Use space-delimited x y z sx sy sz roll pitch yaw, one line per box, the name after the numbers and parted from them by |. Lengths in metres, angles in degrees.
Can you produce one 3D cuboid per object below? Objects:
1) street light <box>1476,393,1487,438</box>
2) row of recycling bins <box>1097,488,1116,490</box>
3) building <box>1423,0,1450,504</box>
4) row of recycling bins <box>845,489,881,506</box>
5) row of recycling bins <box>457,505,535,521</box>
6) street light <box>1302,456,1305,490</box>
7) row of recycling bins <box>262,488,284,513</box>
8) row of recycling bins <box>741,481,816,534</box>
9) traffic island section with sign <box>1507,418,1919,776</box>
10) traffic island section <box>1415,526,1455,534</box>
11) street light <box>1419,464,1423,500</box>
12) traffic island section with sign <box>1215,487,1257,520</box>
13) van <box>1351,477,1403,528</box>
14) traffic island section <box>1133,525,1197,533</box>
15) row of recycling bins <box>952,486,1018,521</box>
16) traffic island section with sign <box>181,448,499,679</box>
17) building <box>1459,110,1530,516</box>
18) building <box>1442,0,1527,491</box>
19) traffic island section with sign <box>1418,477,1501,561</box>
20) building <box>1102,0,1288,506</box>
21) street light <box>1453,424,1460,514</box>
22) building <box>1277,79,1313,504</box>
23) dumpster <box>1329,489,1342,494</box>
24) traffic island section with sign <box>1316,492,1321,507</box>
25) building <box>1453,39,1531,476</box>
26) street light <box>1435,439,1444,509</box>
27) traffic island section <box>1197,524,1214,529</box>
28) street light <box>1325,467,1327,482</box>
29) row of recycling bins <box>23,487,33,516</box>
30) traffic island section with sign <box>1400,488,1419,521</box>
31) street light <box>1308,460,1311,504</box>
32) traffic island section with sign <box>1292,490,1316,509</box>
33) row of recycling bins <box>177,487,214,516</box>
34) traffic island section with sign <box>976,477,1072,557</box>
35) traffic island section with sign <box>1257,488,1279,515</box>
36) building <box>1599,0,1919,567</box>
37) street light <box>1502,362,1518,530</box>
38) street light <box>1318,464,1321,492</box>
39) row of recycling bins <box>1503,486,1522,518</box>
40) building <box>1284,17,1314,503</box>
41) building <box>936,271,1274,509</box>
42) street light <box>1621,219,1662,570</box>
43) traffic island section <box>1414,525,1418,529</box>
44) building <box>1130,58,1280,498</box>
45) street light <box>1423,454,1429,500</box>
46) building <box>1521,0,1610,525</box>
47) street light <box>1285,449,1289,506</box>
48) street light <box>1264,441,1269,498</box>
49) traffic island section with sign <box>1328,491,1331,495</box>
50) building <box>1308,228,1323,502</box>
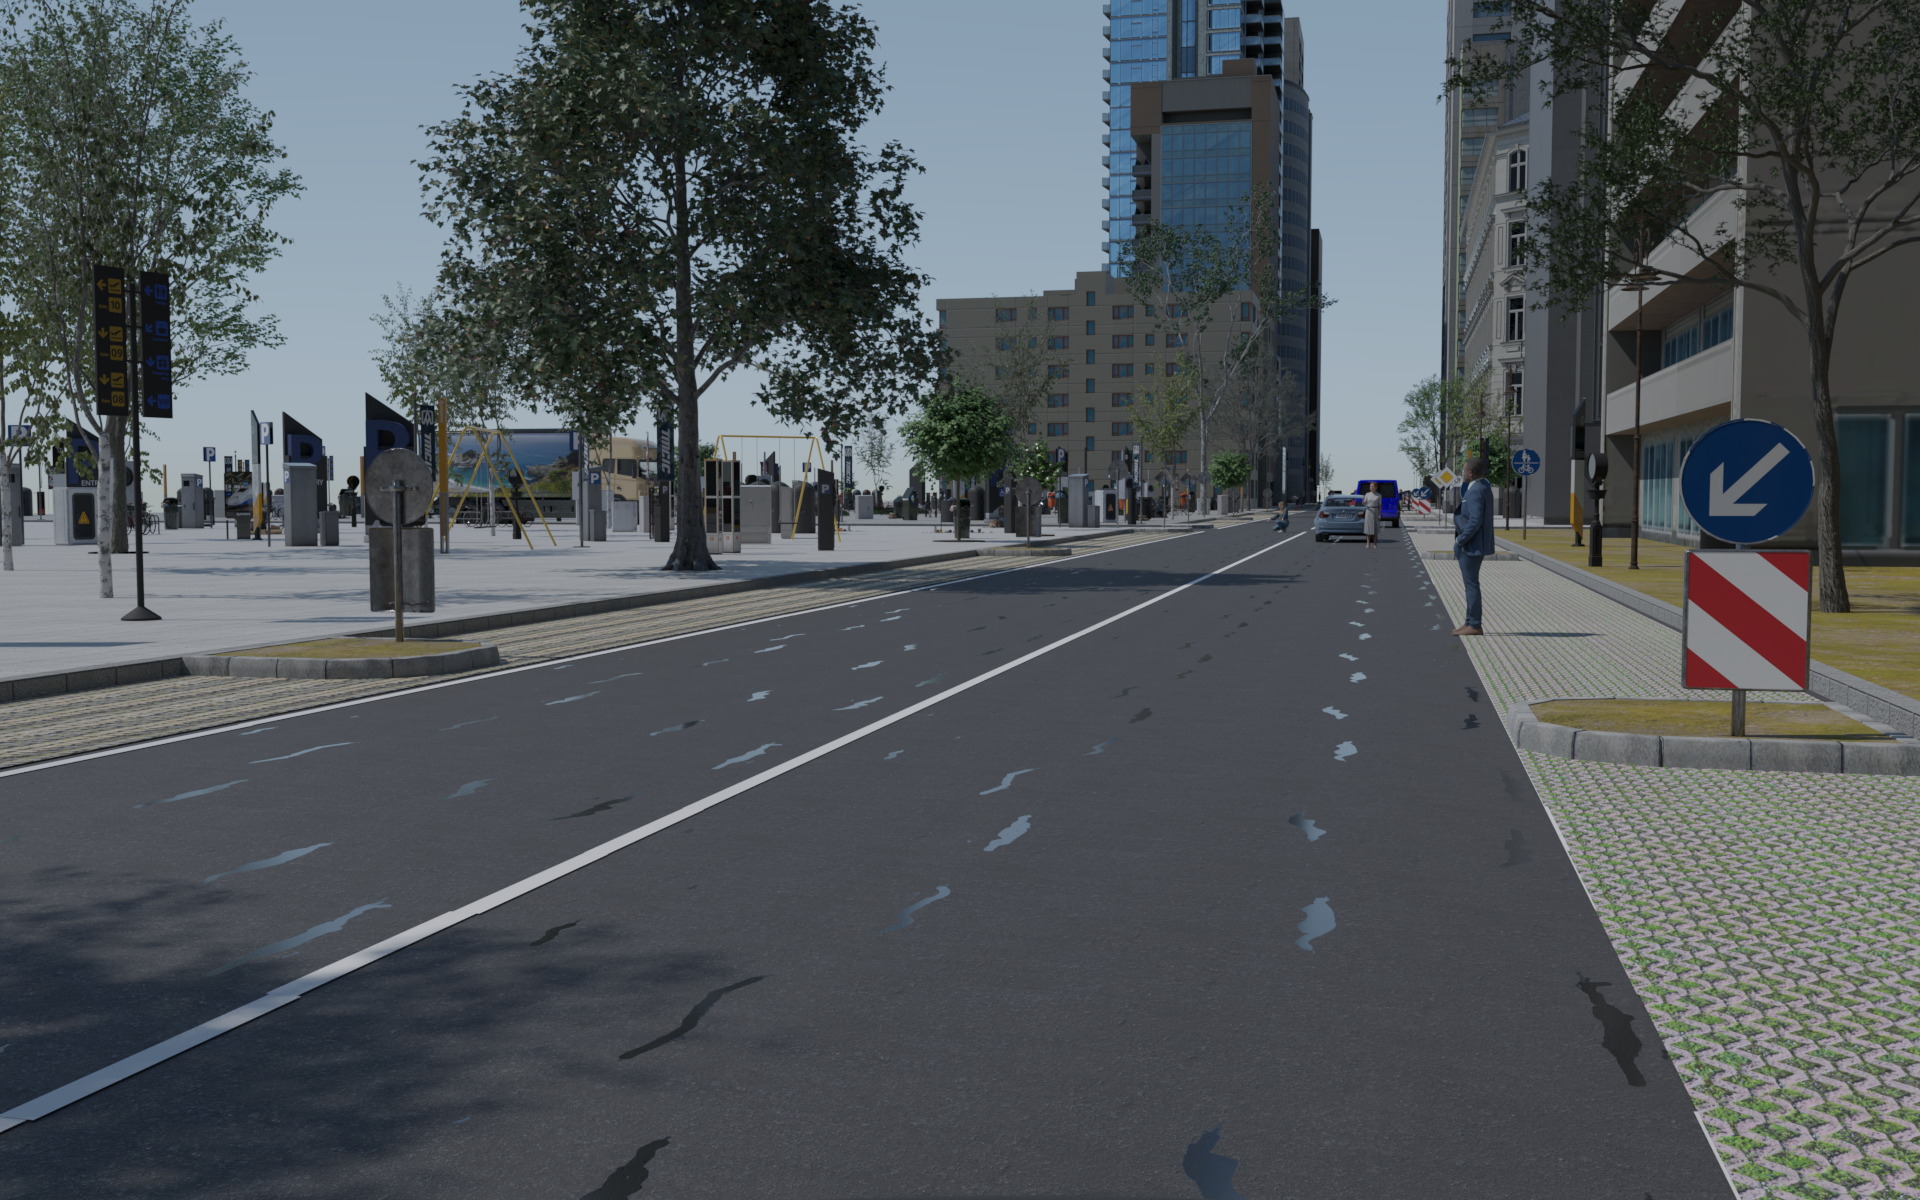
23.761 -6.501 79.077 0.468 5.910 1.993 1 4 14 | street light
10.673 -7.209 124.987 1.069 1.692 3.534 2 4 24 | row of recycling bins
74.425 -48.795 236.051 20.563 71.187 20.611 1 4 14 | building
-8.726 -8.963 153.661 3.534 1.692 1.069 -1 4 -22 | row of recycling bins
-21.746 -4.529 81.155 3.534 1.692 1.069 -1 4 -11 | row of recycling bins
41.987 -14.620 211.826 0.468 5.910 1.993 1 4 14 | street light
-47.770 -6.931 120.438 3.534 1.692 1.069 -1 4 -9 | row of recycling bins
-6.250 -3.056 57.080 3.534 1.692 1.069 2 4 32 | row of recycling bins
4.198 -0.075 9.856 1.989 1.847 2.006 1 4 14 | traffic island section with sign
17.615 -2.474 62.724 2.009 0.180 2.903 1 4 14 | traffic island section
57.820 -14.901 216.421 0.468 5.910 1.993 1 4 14 | street light
15.046 -5.278 94.918 1.989 1.847 2.006 1 4 14 | traffic island section with sign
18.123 -4.337 75.300 2.240 2.365 5.245 1 4 13 | van
7.675 -2.624 65.183 2.009 0.180 2.903 1 4 14 | traffic island section
1.255 -4.702 83.989 3.534 1.692 1.069 2 4 23 | row of recycling bins
-4.940 -0.346 14.283 1.989 1.847 2.006 1 4 14 | traffic island section with sign
43.865 -20.954 119.011 17.030 29.872 44.131 1 4 14 | building
60.977 -38.919 178.329 21.231 58.520 28.212 1 4 14 | building
11.150 -1.793 37.948 1.989 1.847 2.006 1 4 14 | traffic island section with sign
28.218 -54.582 205.086 22.319 86.520 31.000 1 4 14 | building
31.714 -8.444 110.852 0.468 5.910 1.993 1 4 14 | street light
38.023 -42.933 243.955 21.231 58.520 28.212 1 4 14 | building
58.015 -16.058 267.503 1.985 2.255 1.502 1 4 12 | dumpster
40.072 -11.452 195.872 1.989 1.847 2.006 1 4 14 | traffic island section with sign
52.803 -29.076 158.981 14.154 41.232 14.086 1 4 14 | building
39.539 -10.378 142.474 0.468 5.910 1.993 1 4 14 | street light
9.596 -3.098 72.934 2.009 0.180 2.903 1 4 14 | traffic island section
61.891 -19.564 292.661 0.468 5.910 1.993 1 4 14 | street light
-55.110 -5.695 100.225 1.069 1.692 3.534 1 4 8 | row of recycling bins
24.408 -5.066 91.462 1.989 1.847 2.006 1 4 14 | traffic island section with sign
46.229 -15.674 229.058 0.468 5.910 1.993 1 4 14 | street light
33.577 -9.852 169.708 1.989 1.847 2.006 1 4 14 | traffic island section with sign
-46.251 -5.971 104.736 3.534 1.692 1.069 3 5 39 | row of recycling bins
1.555 -1.946 40.447 1.989 1.847 2.006 1 4 14 | traffic island section with sign
21.593 -6.894 121.336 1.989 1.847 2.006 1 4 14 | traffic island section with sign
26.770 -25.290 37.188 21.300 48.544 21.600 1 4 14 | building
19.321 -5.393 60.961 0.468 5.910 1.993 1 4 14 | street light
54.114 -17.607 260.665 0.468 5.910 1.993 1 4 14 | street light
30.399 -5.186 91.902 3.534 1.692 1.069 -1 4 -22 | row of recycling bins
44.293 -50.699 267.182 20.563 71.187 20.611 1 4 14 | building
14.774 -19.524 164.259 27.650 21.520 28.899 1 4 14 | building
11.487 -3.459 29.341 0.468 5.910 1.993 1 4 14 | street light
19.536 -2.948 70.475 2.009 0.180 2.903 1 4 14 | traffic island section
26.239 -32.628 183.572 14.600 45.320 14.200 1 4 14 | building
49.968 -12.967 184.805 0.468 5.910 1.993 1 4 14 | street light
36.903 -17.091 72.951 24.014 27.812 14.314 1 4 14 | building
33.912 -12.641 179.467 0.468 5.910 1.993 1 4 14 | street light
26.088 -10.707 147.844 0.468 5.910 1.993 1 4 14 | street light
60.005 -16.376 276.367 1.989 1.847 2.006 1 4 14 | traffic island section with sign
51.944 -38.786 284.260 14.600 45.320 14.200 1 4 14 | building
